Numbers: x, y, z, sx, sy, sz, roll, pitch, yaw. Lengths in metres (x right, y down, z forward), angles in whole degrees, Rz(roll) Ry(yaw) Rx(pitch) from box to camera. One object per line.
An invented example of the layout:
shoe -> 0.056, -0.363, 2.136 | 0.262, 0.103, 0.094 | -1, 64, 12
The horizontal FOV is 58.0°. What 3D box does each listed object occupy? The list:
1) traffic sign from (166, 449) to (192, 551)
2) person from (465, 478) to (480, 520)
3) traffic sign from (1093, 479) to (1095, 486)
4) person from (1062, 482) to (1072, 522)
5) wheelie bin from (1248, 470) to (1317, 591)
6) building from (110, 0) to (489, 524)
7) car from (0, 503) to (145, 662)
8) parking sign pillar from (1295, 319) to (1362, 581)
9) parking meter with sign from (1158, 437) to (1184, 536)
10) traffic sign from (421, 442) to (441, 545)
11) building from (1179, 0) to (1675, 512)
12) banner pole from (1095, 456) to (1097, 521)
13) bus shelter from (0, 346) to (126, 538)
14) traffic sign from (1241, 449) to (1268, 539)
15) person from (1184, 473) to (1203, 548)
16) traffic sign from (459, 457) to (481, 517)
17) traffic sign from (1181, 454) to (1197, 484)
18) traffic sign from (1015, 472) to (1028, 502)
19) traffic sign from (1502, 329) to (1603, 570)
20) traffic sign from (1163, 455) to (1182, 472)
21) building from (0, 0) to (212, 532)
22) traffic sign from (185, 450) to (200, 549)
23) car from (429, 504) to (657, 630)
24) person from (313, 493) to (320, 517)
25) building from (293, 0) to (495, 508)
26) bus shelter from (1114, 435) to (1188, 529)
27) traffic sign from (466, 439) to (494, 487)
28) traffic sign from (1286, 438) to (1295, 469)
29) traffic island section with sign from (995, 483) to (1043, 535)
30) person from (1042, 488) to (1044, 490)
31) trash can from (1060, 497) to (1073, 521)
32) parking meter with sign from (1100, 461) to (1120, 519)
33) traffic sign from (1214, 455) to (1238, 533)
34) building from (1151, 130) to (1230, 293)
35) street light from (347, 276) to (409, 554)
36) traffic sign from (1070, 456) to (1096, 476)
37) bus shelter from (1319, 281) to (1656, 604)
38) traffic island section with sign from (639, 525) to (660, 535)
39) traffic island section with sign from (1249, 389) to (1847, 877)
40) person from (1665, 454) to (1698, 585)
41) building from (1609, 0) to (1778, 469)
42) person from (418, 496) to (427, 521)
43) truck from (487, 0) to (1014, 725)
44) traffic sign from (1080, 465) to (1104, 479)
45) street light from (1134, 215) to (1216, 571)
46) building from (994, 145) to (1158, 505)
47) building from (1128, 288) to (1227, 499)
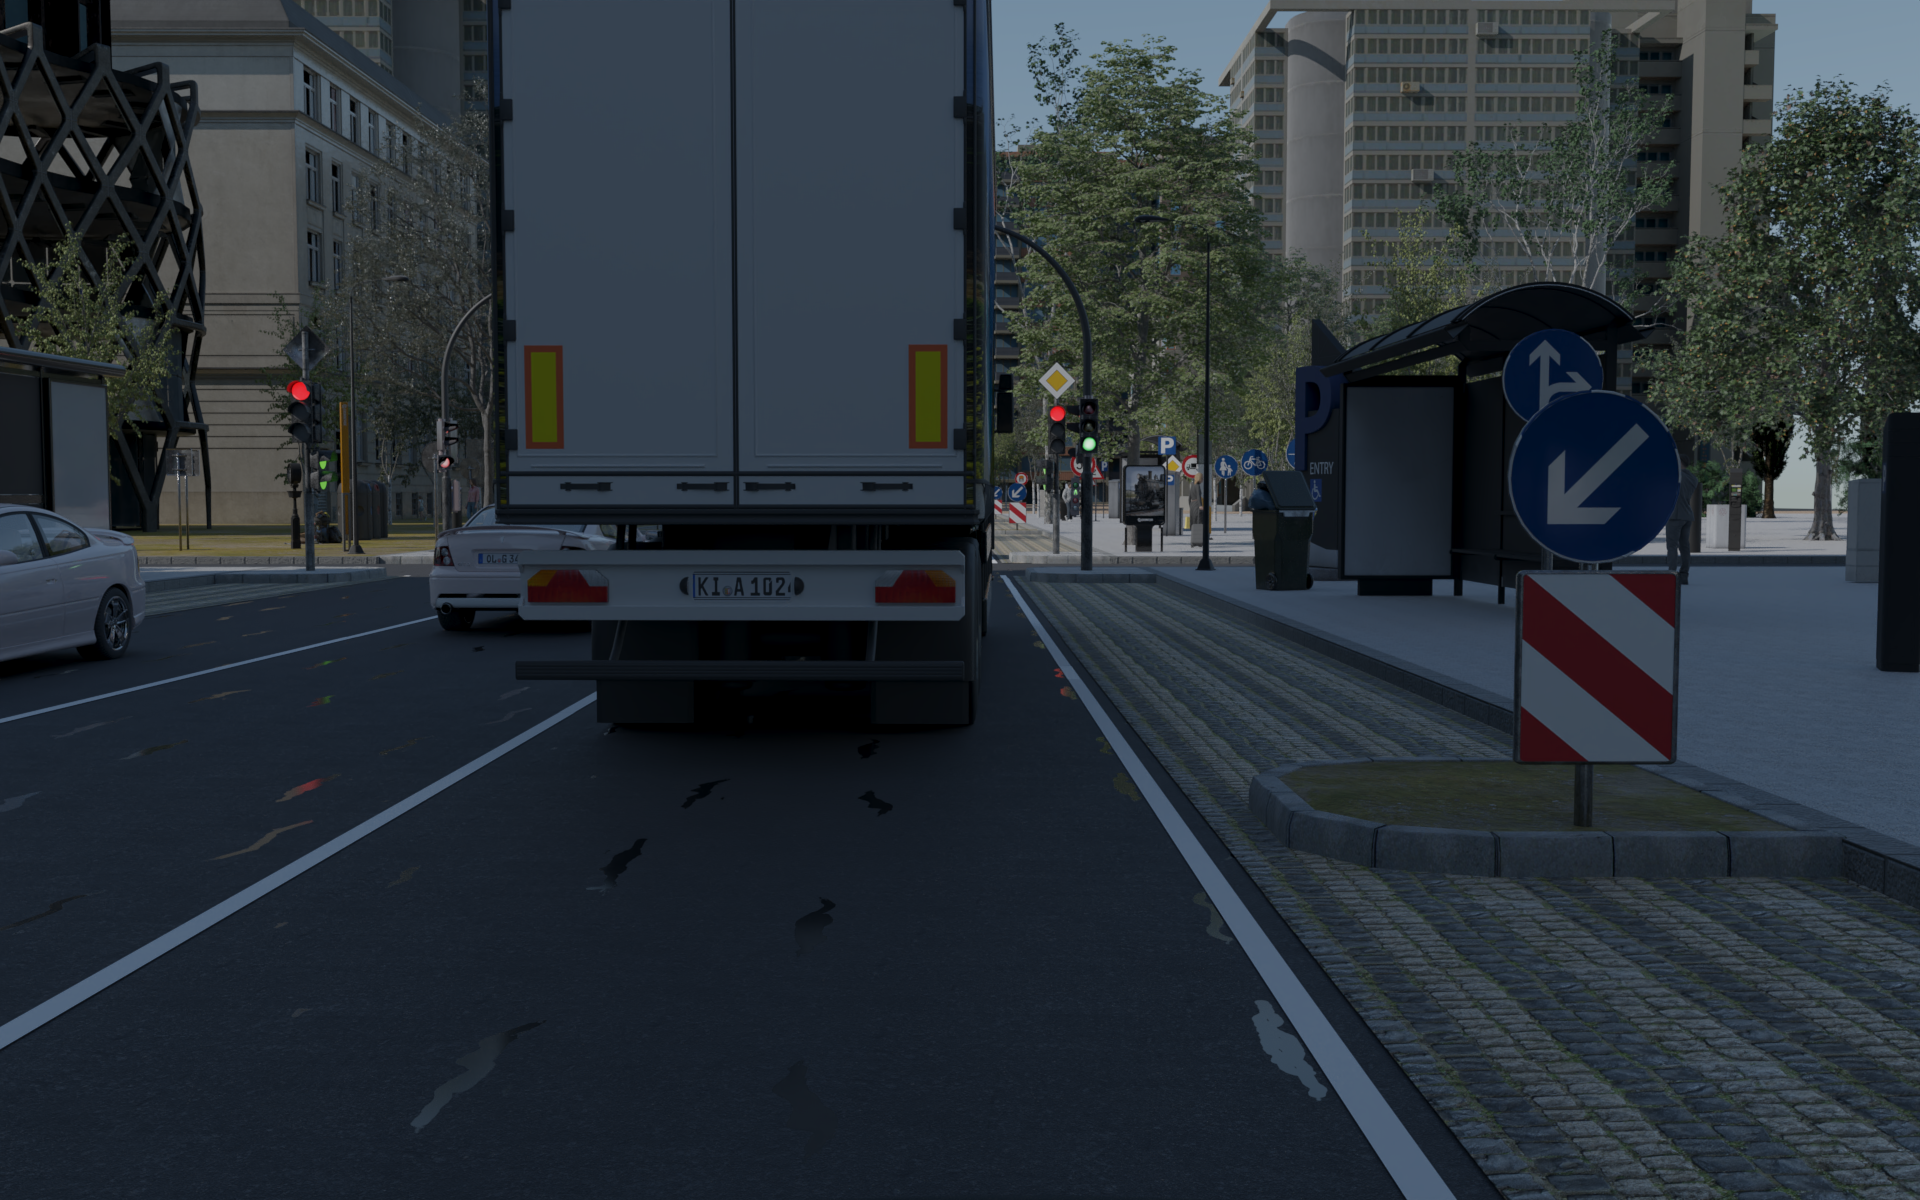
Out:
traffic sign -> -17.599, -2.258, 39.052 | 0.606, 2.300, 0.079 | 0, 4, 5
person -> -16.481, -3.208, 58.499 | 0.555, 1.821, 0.388 | 1, 4, 22
traffic sign -> 8.377, -6.807, 111.304 | 0.884, 2.594, 0.081 | 0, 4, 6
person -> 5.050, -4.585, 80.852 | 0.661, 1.843, 0.795 | -2, 4, -31
wheelie bin -> 4.289, -0.937, 23.220 | 0.980, 1.594, 0.693 | -2, 4, -26
building -> -35.493, -15.564, 87.758 | 16.112, 22.955, 30.059 | 0, 4, 0
car -> -8.207, -0.080, 13.675 | 2.083, 1.381, 4.827 | 0, 4, -1
parking sign pillar -> 5.549, -2.302, 26.111 | 1.447, 3.967, 1.447 | -1, 4, -18
parking meter with sign -> 6.529, -3.490, 53.321 | 0.543, 3.016, 1.738 | 1, 4, 18
traffic sign -> -12.701, -2.561, 41.986 | 0.768, 2.556, 0.104 | 1, 4, 9
building -> 33.841, -26.983, 133.055 | 32.217, 40.220, 23.993 | 0, 4, 0
banner pole -> 6.395, -5.596, 81.510 | 0.401, 3.779, 0.863 | 0, 4, 4
bus shelter -> -14.503, -2.811, 23.586 | 2.179, 5.291, 8.768 | 0, 4, 0
traffic sign -> 8.332, -2.994, 49.062 | 0.768, 2.556, 0.104 | 0, 4, 7
person -> 5.697, -2.171, 41.751 | 0.699, 1.804, 1.509 | 1, 4, 13
traffic sign -> -16.899, -3.646, 59.719 | 0.768, 2.556, 0.104 | 0, 4, 8
traffic sign -> 7.507, -3.404, 55.755 | 0.768, 2.556, 0.104 | 0, 4, 7
traffic sign -> 3.587, -6.179, 101.126 | 0.768, 2.556, 0.104 | 0, 4, 5
traffic sign -> 4.574, -0.817, 13.459 | 0.768, 2.556, 0.104 | 0, 4, 3
traffic sign -> 7.156, -3.576, 58.208 | 0.795, 2.593, 0.064 | 0, 4, 8
building -> -35.266, -11.704, 58.806 | 16.820, 18.784, 16.811 | 0, 4, 0
traffic sign -> -17.942, -2.328, 40.193 | 0.606, 2.300, 0.079 | 0, 3, 0
car -> -4.525, -0.444, 19.626 | 2.083, 1.381, 4.827 | 0, 4, 1
person -> -24.892, -3.707, 66.825 | 0.511, 1.800, 0.466 | 2, 4, 28
building -> -43.853, -26.398, 123.492 | 32.217, 40.220, 23.993 | 0, 4, 0
bus shelter -> 6.746, -4.154, 61.839 | 2.014, 3.302, 5.546 | 0, 4, -1
traffic sign -> -17.086, -4.279, 63.834 | 2.265, 3.308, 0.079 | 0, 4, 5
traffic sign -> 7.504, -2.312, 37.913 | 0.768, 2.556, 0.104 | 0, 4, 5
traffic island section with sign -> 1.906, -3.246, 61.692 | 1.989, 1.847, 2.006 | 0, 4, 0
person -> 6.552, -7.713, 132.941 | 0.721, 1.735, 1.217 | 0, 4, -7
trash can -> 5.107, -4.377, 83.216 | 0.748, 1.137, 0.748 | 0, 3, 0
parking meter with sign -> 8.135, -5.764, 90.496 | 0.543, 3.016, 1.738 | -3, 5, -44
traffic sign -> 8.678, -3.454, 56.585 | 0.768, 2.556, 0.104 | 0, 4, 2
building -> 31.324, -34.626, 216.239 | 14.200, 45.320, 14.600 | 0, 4, 0
street light -> -12.408, -3.941, 36.975 | 1.470, 5.913, 1.316 | 0, 4, 0
traffic sign -> 3.650, -3.137, 51.401 | 0.768, 2.556, 0.104 | 0, 4, 4
bus shelter -> 5.582, -1.551, 19.284 | 2.014, 3.302, 5.546 | 0, 4, 0
traffic island section with sign -> -10.811, -3.252, 61.800 | 1.989, 1.847, 2.006 | 0, 4, 0
traffic island section with sign -> 2.305, 0.077, 7.374 | 1.989, 1.847, 2.006 | 0, 4, 0
person -> 10.103, -1.142, 24.523 | 0.655, 1.846, 0.447 | -2, 4, -33
building -> 63.837, -33.009, 163.395 | 21.600, 48.544, 21.300 | 0, 4, 0
person -> -25.751, -4.391, 82.847 | 0.382, 1.210, 0.505 | 0, 4, 7
truck -> -0.957, -1.537, 14.045 | 2.839, 4.237, 11.283 | 0, 4, 1
traffic sign -> 4.734, -3.801, 62.145 | 0.884, 2.594, 0.081 | 0, 4, 4
street light -> 3.597, -3.453, 28.993 | 1.470, 5.913, 1.316 | 0, 4, 0
building -> 9.763, -34.572, 219.880 | 28.867, 44.769, 22.147 | 0, 4, 0
building -> 30.879, -19.264, 160.007 | 27.650, 21.520, 28.899 | 0, 4, 0
